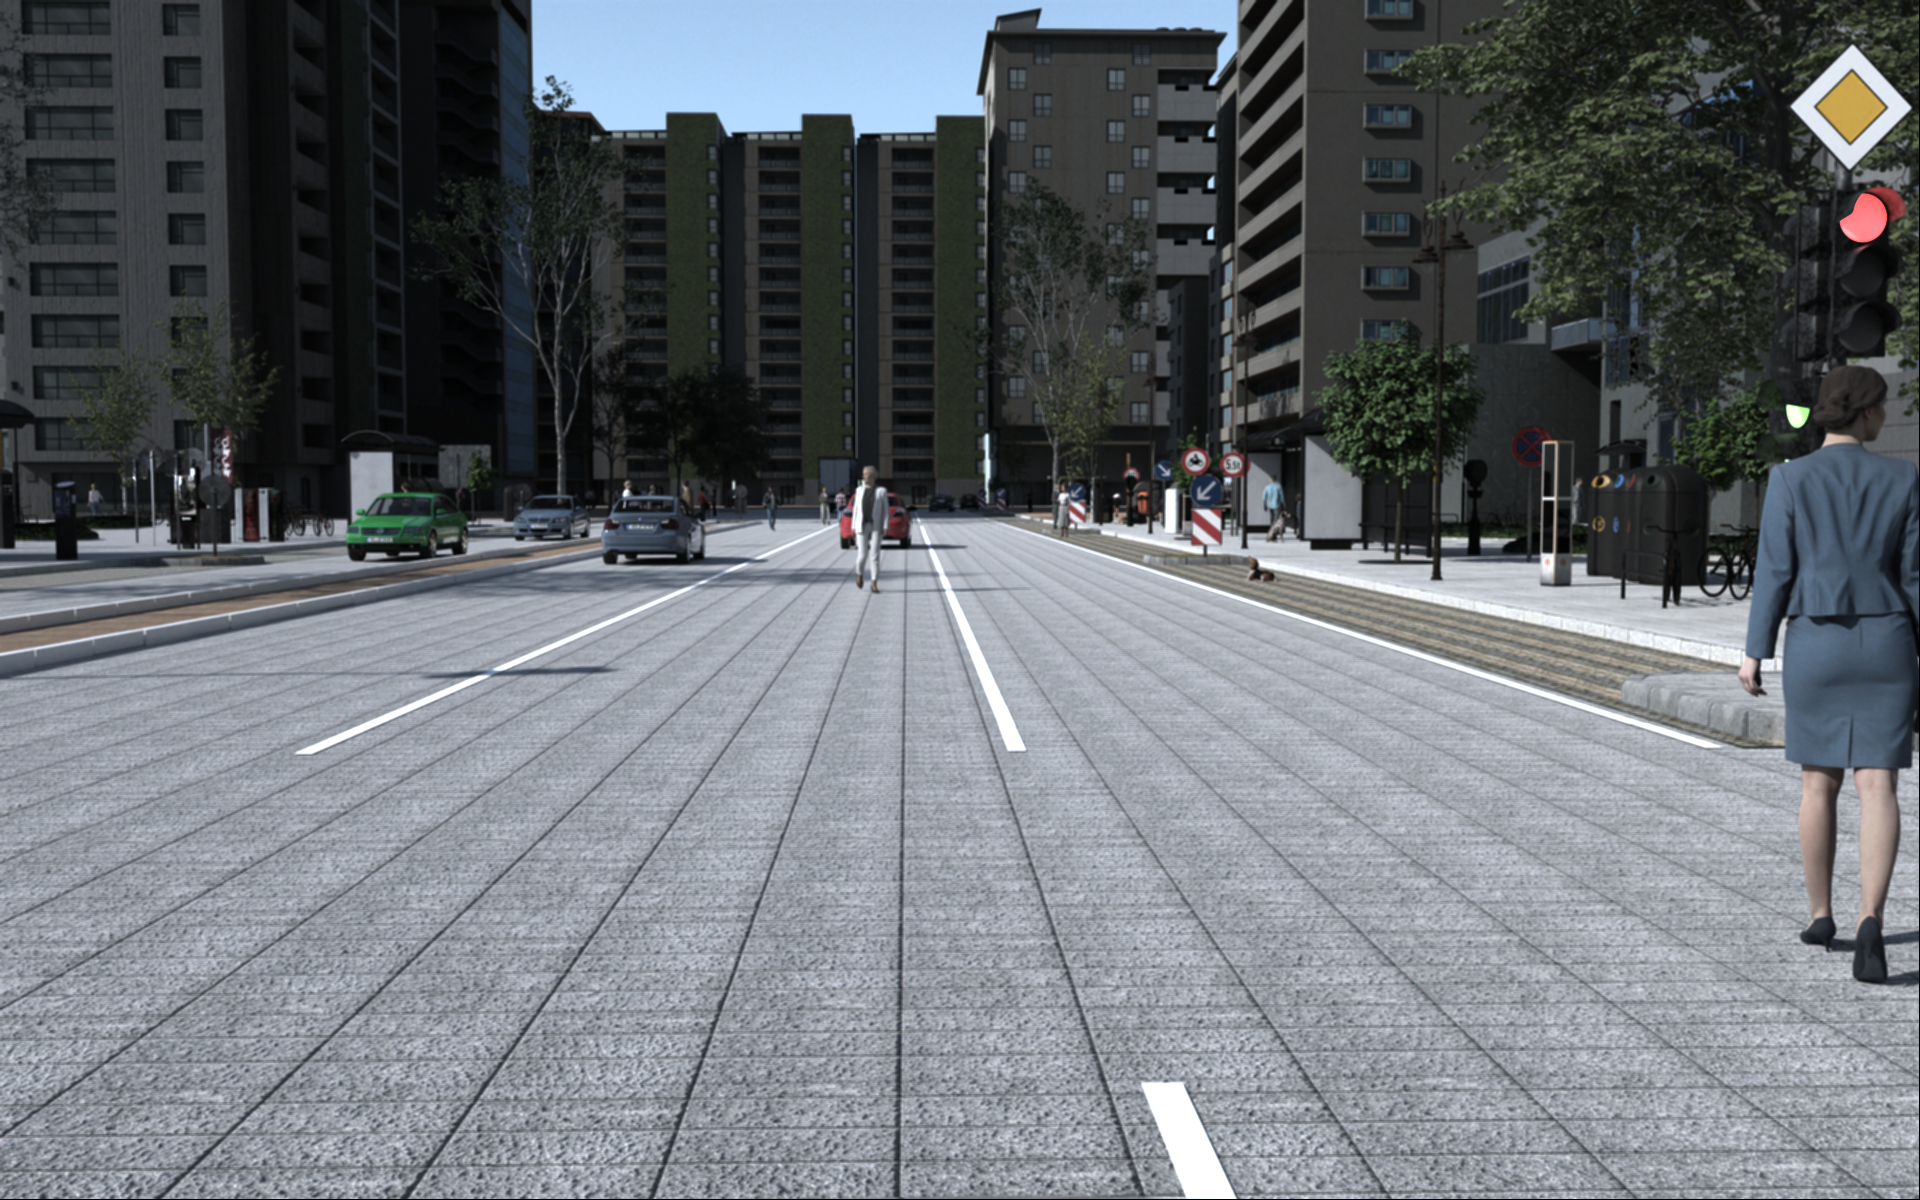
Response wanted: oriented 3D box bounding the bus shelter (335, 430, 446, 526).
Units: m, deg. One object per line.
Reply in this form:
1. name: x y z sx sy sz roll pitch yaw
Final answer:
1. bus shelter: -18.832 -3.895 57.611 2.014 3.302 5.546 0 4 -2

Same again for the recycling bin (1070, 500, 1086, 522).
1. recycling bin: 5.395 -4.067 79.046 0.722 1.027 0.722 0 4 7

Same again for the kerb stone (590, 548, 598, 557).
1. kerb stone: -8.436 -1.051 39.377 0.120 0.150 1.000 0 4 -2

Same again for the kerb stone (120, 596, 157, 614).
1. kerb stone: -9.992 0.080 20.893 0.120 0.150 1.000 0 4 -2

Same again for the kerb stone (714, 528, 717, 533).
1. kerb stone: -9.192 -2.558 64.011 0.120 0.150 1.000 0 4 -2

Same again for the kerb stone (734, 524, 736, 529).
1. kerb stone: -9.409 -2.997 71.195 0.120 0.150 1.000 0 4 -2

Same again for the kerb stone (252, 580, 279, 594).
1. kerb stone: -10.103 -0.167 24.995 0.120 0.150 1.000 0 4 -2

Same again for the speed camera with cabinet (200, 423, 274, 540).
1. speed camera with cabinet: -20.442 -3.336 48.880 2.038 3.252 0.660 -1 4 -8

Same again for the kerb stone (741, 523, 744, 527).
1. kerb stone: -9.497 -3.185 74.276 0.120 0.150 1.000 0 4 -2

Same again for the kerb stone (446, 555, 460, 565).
1. kerb stone: -10.419 -0.793 35.222 0.120 0.150 1.000 0 4 -2

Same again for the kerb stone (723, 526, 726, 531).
1. kerb stone: -9.282 -2.746 67.090 0.120 0.150 1.000 0 4 -2

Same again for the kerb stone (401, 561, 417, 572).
1. kerb stone: -10.331 -0.609 32.156 0.120 0.150 1.000 0 4 -2

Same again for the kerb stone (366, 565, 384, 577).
1. kerb stone: -10.270 -0.484 30.108 0.120 0.150 1.000 0 4 -2

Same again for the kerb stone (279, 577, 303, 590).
1. kerb stone: -10.145 -0.234 26.017 0.120 0.150 1.000 0 4 -2

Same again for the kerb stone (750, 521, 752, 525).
1. kerb stone: -9.622 -3.436 78.366 0.120 0.150 1.000 0 4 -2

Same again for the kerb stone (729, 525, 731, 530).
1. kerb stone: -9.343 -2.872 69.151 0.120 0.150 1.000 0 4 -2

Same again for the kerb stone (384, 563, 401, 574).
1. kerb stone: -10.294 -0.546 31.130 0.120 0.150 1.000 0 4 -2

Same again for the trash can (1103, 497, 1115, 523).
1. trash can: 6.540 -4.019 77.371 0.748 1.137 0.748 0 3 0

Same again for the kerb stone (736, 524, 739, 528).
1. kerb stone: -9.436 -3.057 72.221 0.120 0.150 1.000 0 4 -2

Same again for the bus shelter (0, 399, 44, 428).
1. bus shelter: -20.467 -2.466 34.238 2.014 3.302 5.546 0 4 -2

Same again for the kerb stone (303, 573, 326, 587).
1. kerb stone: -10.174 -0.296 27.043 0.120 0.150 1.000 0 4 -2

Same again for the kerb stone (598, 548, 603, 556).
1. kerb stone: -8.472 -1.113 40.399 0.120 0.150 1.000 0 4 -2

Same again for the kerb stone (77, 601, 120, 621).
1. kerb stone: -9.963 0.142 19.871 0.120 0.150 1.000 0 4 -2

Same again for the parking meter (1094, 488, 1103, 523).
1. parking meter: 6.121 -4.165 76.502 0.372 1.533 0.369 0 3 0

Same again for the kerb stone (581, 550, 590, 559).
1. kerb stone: -8.410 -0.986 38.355 0.120 0.150 1.000 0 4 -2

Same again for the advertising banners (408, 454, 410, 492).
1. advertising banners: -19.793 -4.035 62.163 0.090 3.025 2.074 -1 4 -15

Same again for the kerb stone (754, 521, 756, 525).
1. kerb stone: -9.681 -3.559 80.422 0.120 0.150 1.000 0 4 -2

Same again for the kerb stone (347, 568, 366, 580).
1. kerb stone: -10.229 -0.418 29.087 0.120 0.150 1.000 0 4 -2

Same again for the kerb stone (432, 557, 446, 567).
1. kerb stone: -10.386 -0.734 34.200 0.120 0.150 1.000 0 4 -2

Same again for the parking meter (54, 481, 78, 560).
1. parking meter: -17.497 -1.558 33.888 0.372 1.533 0.369 0 3 0

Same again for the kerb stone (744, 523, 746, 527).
1. kerb stone: -9.528 -3.248 75.297 0.120 0.150 1.000 0 4 -2

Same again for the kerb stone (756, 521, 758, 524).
1. kerb stone: -9.711 -3.624 81.443 0.120 0.150 1.000 0 4 -2

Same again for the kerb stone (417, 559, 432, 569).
1. kerb stone: -10.365 -0.672 33.178 0.120 0.150 1.000 0 4 -2

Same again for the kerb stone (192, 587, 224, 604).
1. kerb stone: -10.050 -0.046 22.945 0.120 0.150 1.000 0 4 -2

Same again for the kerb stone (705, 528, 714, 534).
1. kerb stone: -9.152 -2.494 62.979 0.120 0.150 1.000 0 4 -2

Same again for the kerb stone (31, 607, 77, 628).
1. kerb stone: -9.930 0.205 18.838 0.120 0.150 1.000 0 4 -2

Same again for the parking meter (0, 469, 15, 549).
1. parking meter: -22.404 -2.137 40.650 0.399 1.863 0.255 3 5 42

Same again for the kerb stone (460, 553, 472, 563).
1. kerb stone: -10.450 -0.859 36.249 0.120 0.150 1.000 0 4 -2

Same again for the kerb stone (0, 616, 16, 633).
1. kerb stone: -9.894 0.268 17.812 0.120 0.150 1.000 0 4 -2

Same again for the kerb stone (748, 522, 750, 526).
1. kerb stone: -9.588 -3.364 77.345 0.120 0.150 1.000 0 4 -2

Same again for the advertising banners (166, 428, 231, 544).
1. advertising banners: -19.876 -2.994 45.139 0.090 3.025 2.074 1 4 20

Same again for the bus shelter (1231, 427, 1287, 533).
1. bus shelter: 9.942 -3.678 54.054 2.014 3.302 5.546 0 4 -2

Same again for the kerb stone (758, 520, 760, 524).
1. kerb stone: -9.748 -3.686 82.465 0.120 0.150 1.000 0 4 -2

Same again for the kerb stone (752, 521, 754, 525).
1. kerb stone: -9.659 -3.498 79.392 0.120 0.150 1.000 0 4 -2

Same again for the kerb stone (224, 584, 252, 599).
1. kerb stone: -10.082 -0.108 23.966 0.120 0.150 1.000 0 4 -2

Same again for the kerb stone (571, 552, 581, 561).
1. kerb stone: -8.380 -0.921 37.328 0.120 0.150 1.000 0 4 -2

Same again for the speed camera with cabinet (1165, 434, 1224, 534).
1. speed camera with cabinet: 7.662 -3.799 56.455 2.038 3.252 0.660 -2 4 -32

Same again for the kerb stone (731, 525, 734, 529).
1. kerb stone: -9.374 -2.934 70.173 0.120 0.150 1.000 0 4 -2

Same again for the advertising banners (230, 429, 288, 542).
1. advertising banners: -19.036 -3.077 46.503 2.074 3.025 0.090 1 4 11

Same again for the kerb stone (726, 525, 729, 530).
1. kerb stone: -9.313 -2.806 68.126 0.120 0.150 1.000 0 4 -2

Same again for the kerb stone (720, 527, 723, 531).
1. kerb stone: -9.252 -2.683 66.064 0.120 0.150 1.000 0 4 -2

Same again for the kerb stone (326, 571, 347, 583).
1. kerb stone: -10.198 -0.359 28.065 0.120 0.150 1.000 0 4 -2

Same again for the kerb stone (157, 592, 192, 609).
1. kerb stone: -10.027 0.017 21.917 0.120 0.150 1.000 0 4 -2

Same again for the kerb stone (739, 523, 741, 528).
1. kerb stone: -9.465 -3.122 73.245 0.120 0.150 1.000 0 4 -2

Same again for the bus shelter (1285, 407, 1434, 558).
1. bus shelter: 8.664 -2.646 37.185 2.014 3.302 5.546 0 4 -2

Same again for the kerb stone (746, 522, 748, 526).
1. kerb stone: -9.562 -3.310 76.319 0.120 0.150 1.000 0 4 -2

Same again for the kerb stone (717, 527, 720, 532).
1. kerb stone: -9.224 -2.621 65.042 0.120 0.150 1.000 0 4 -2
